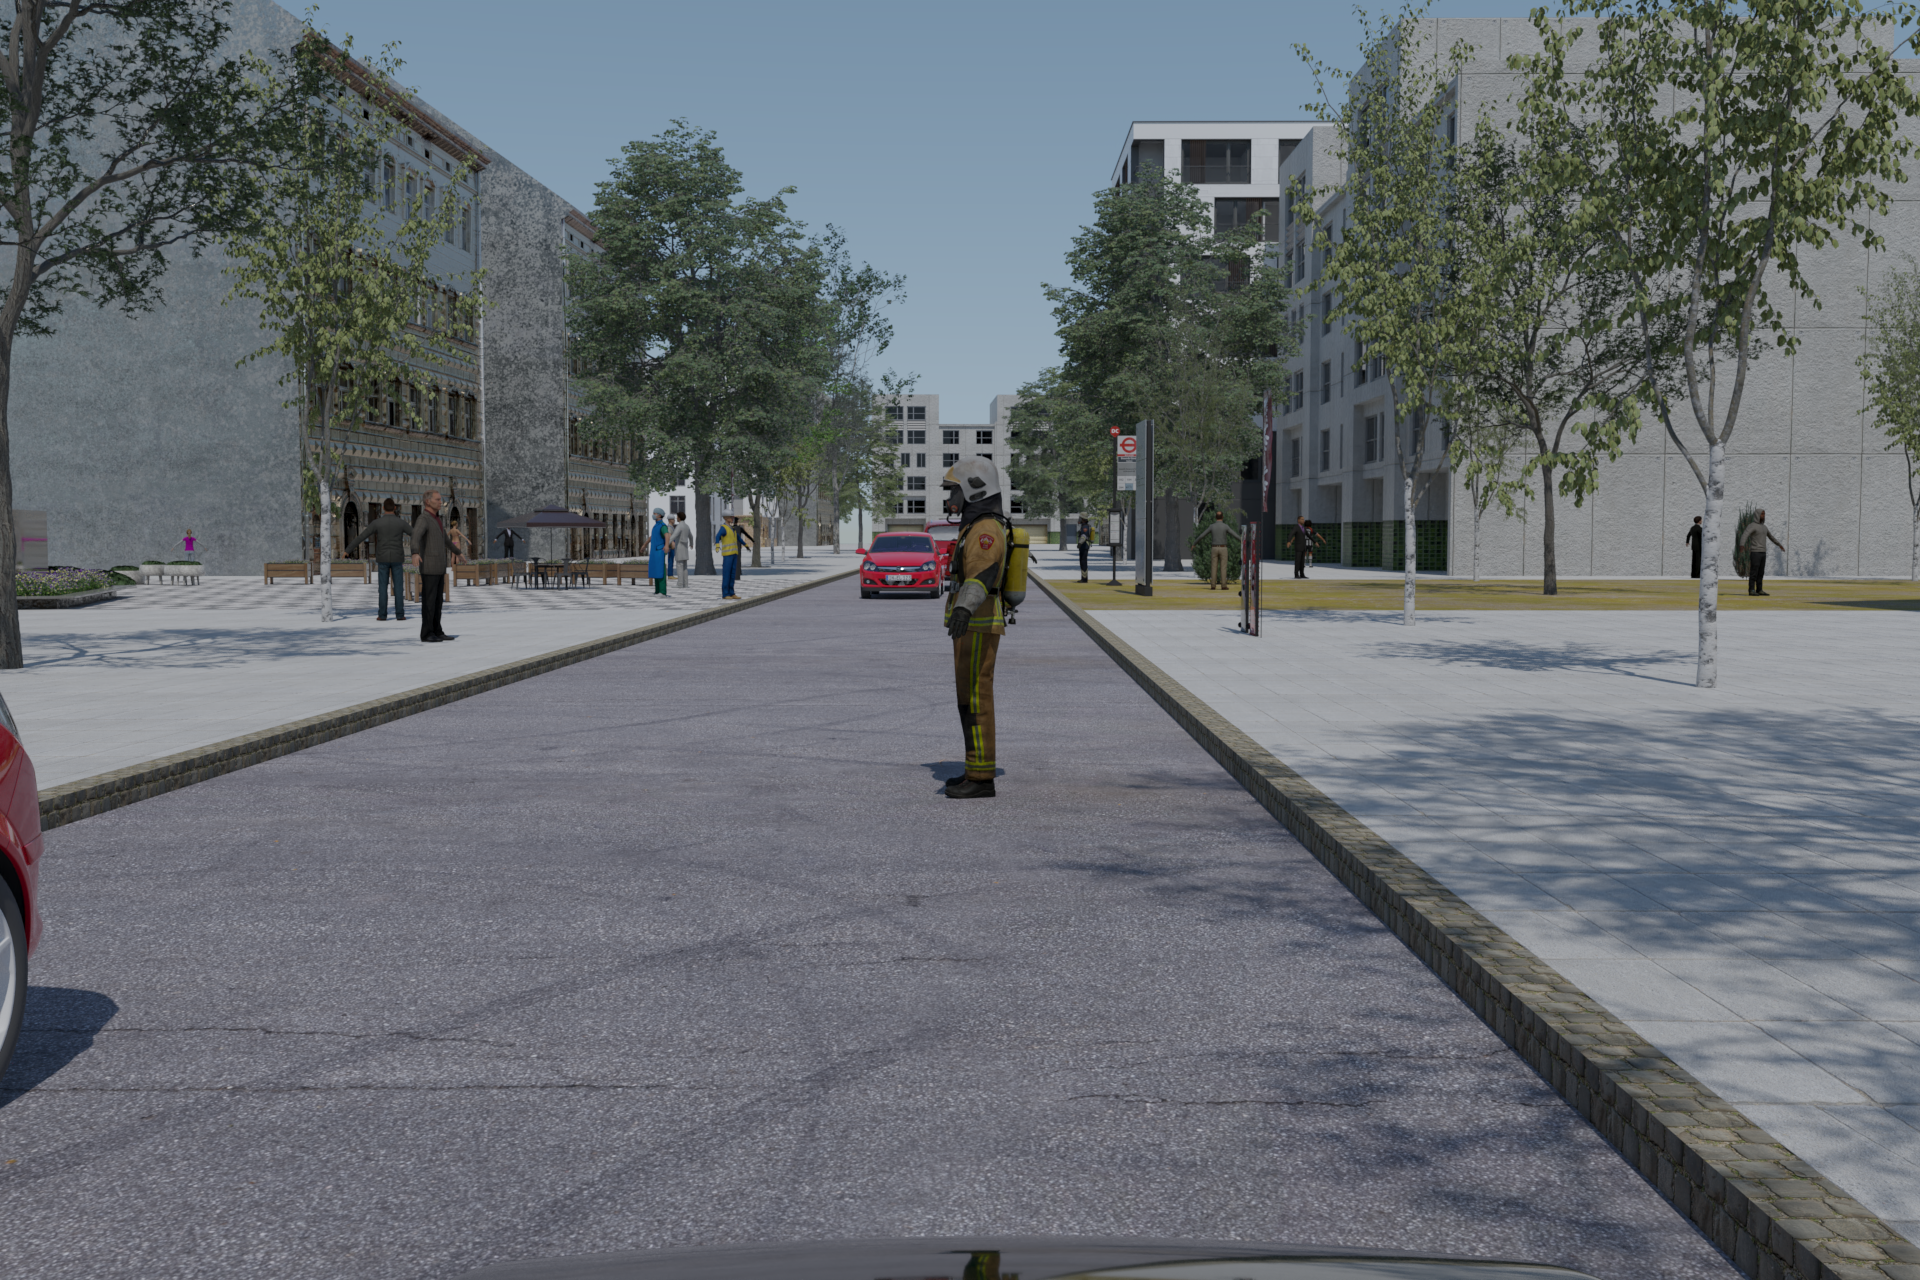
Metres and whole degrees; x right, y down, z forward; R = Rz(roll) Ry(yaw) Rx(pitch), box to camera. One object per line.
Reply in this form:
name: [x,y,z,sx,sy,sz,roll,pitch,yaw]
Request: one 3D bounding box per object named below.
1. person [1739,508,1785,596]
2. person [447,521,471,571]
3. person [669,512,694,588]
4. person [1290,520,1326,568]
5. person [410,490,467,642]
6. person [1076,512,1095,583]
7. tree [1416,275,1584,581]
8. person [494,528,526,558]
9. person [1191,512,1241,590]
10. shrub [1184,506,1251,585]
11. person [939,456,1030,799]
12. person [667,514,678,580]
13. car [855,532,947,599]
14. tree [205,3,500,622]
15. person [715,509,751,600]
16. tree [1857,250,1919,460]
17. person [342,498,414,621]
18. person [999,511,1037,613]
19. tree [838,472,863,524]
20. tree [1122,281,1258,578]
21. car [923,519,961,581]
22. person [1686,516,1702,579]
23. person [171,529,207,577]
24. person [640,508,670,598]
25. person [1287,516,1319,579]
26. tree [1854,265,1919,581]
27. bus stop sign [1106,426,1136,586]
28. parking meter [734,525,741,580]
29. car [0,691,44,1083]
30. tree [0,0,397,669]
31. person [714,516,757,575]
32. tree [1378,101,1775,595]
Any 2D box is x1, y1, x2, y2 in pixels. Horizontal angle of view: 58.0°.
person: [16.546,-1.818,35.848,1.348,1.813,0.705,-2,4,-28]
person: [-17.360,-3.241,59.793,1.217,1.733,0.721,2,4,28]
person: [-6.641,-2.138,41.141,0.705,1.806,1.347,1,4,21]
person: [13.280,-3.668,66.116,1.345,1.843,0.704,1,4,18]
person: [-6.266,-0.886,20.667,0.705,1.807,1.348,0,4,8]
person: [3.218,-2.426,45.449,0.705,1.856,1.354,0,4,7]
tree: [13.960,-5.921,47.169,4.360,8.622,3.978,0,3,0]
person: [-17.124,-3.615,65.818,1.216,1.740,0.721,-2,4,-30]
person: [5.953,-2.046,39.732,1.348,1.796,0.705,1,4,19]
shrub: [6.589,-2.427,44.104,1.690,2.028,1.600,0,3,0]
person: [0.058,-0.079,9.518,0.705,1.858,1.354,0,4,0]
person: [-8.118,-2.629,48.840,0.705,1.847,1.347,-1,4,-8]
car: [-1.289,-1.880,39.782,2.155,1.783,4.494,0,4,1]
tree: [-9.087,-4.579,25.233,4.737,8.622,4.395,0,3,0]
person: [-4.460,-1.681,33.954,0.721,1.772,1.216,2,4,24]
tree: [23.443,-5.607,42.029,4.360,8.622,3.978,0,3,0]
person: [-8.436,-1.197,25.641,1.348,1.821,0.705,-1,4,-20]
person: [0.836,-1.422,31.472,1.354,1.858,0.705,3,5,44]
tree: [-15.987,-18.602,222.270,7.486,12.596,7.792,0,3,0]
tree: [7.002,-6.121,50.438,4.360,8.622,3.978,0,3,0]
car: [-0.155,-2.237,45.243,2.281,1.827,5.304,0,4,0]
person: [21.278,-2.675,49.916,0.705,1.806,1.347,-1,4,-10]
person: [-23.005,-2.595,51.701,0.991,1.433,0.599,-2,4,-29]
person: [-6.141,-1.775,35.156,0.704,1.817,1.347,-2,4,-32]
person: [9.764,-2.651,49.572,1.346,1.802,0.704,-3,5,-39]
tree: [26.097,-5.902,46.853,4.737,8.622,4.395,0,3,0]
bus stop sign: [4.053,-3.317,42.932,0.855,3.939,0.416,0,4,1]
parking meter: [-6.309,-2.437,48.264,0.372,1.533,0.369,0,3,0]
car: [-3.281,0.391,2.654,2.155,1.783,4.494,0,4,1]
tree: [-9.191,-4.983,15.889,8.767,10.594,7.601,1,4,12]
person: [-7.078,-2.975,54.573,1.347,1.837,0.705,-1,4,-12]
tree: [12.660,-6.250,36.600,8.767,10.594,7.601,2,4,27]
